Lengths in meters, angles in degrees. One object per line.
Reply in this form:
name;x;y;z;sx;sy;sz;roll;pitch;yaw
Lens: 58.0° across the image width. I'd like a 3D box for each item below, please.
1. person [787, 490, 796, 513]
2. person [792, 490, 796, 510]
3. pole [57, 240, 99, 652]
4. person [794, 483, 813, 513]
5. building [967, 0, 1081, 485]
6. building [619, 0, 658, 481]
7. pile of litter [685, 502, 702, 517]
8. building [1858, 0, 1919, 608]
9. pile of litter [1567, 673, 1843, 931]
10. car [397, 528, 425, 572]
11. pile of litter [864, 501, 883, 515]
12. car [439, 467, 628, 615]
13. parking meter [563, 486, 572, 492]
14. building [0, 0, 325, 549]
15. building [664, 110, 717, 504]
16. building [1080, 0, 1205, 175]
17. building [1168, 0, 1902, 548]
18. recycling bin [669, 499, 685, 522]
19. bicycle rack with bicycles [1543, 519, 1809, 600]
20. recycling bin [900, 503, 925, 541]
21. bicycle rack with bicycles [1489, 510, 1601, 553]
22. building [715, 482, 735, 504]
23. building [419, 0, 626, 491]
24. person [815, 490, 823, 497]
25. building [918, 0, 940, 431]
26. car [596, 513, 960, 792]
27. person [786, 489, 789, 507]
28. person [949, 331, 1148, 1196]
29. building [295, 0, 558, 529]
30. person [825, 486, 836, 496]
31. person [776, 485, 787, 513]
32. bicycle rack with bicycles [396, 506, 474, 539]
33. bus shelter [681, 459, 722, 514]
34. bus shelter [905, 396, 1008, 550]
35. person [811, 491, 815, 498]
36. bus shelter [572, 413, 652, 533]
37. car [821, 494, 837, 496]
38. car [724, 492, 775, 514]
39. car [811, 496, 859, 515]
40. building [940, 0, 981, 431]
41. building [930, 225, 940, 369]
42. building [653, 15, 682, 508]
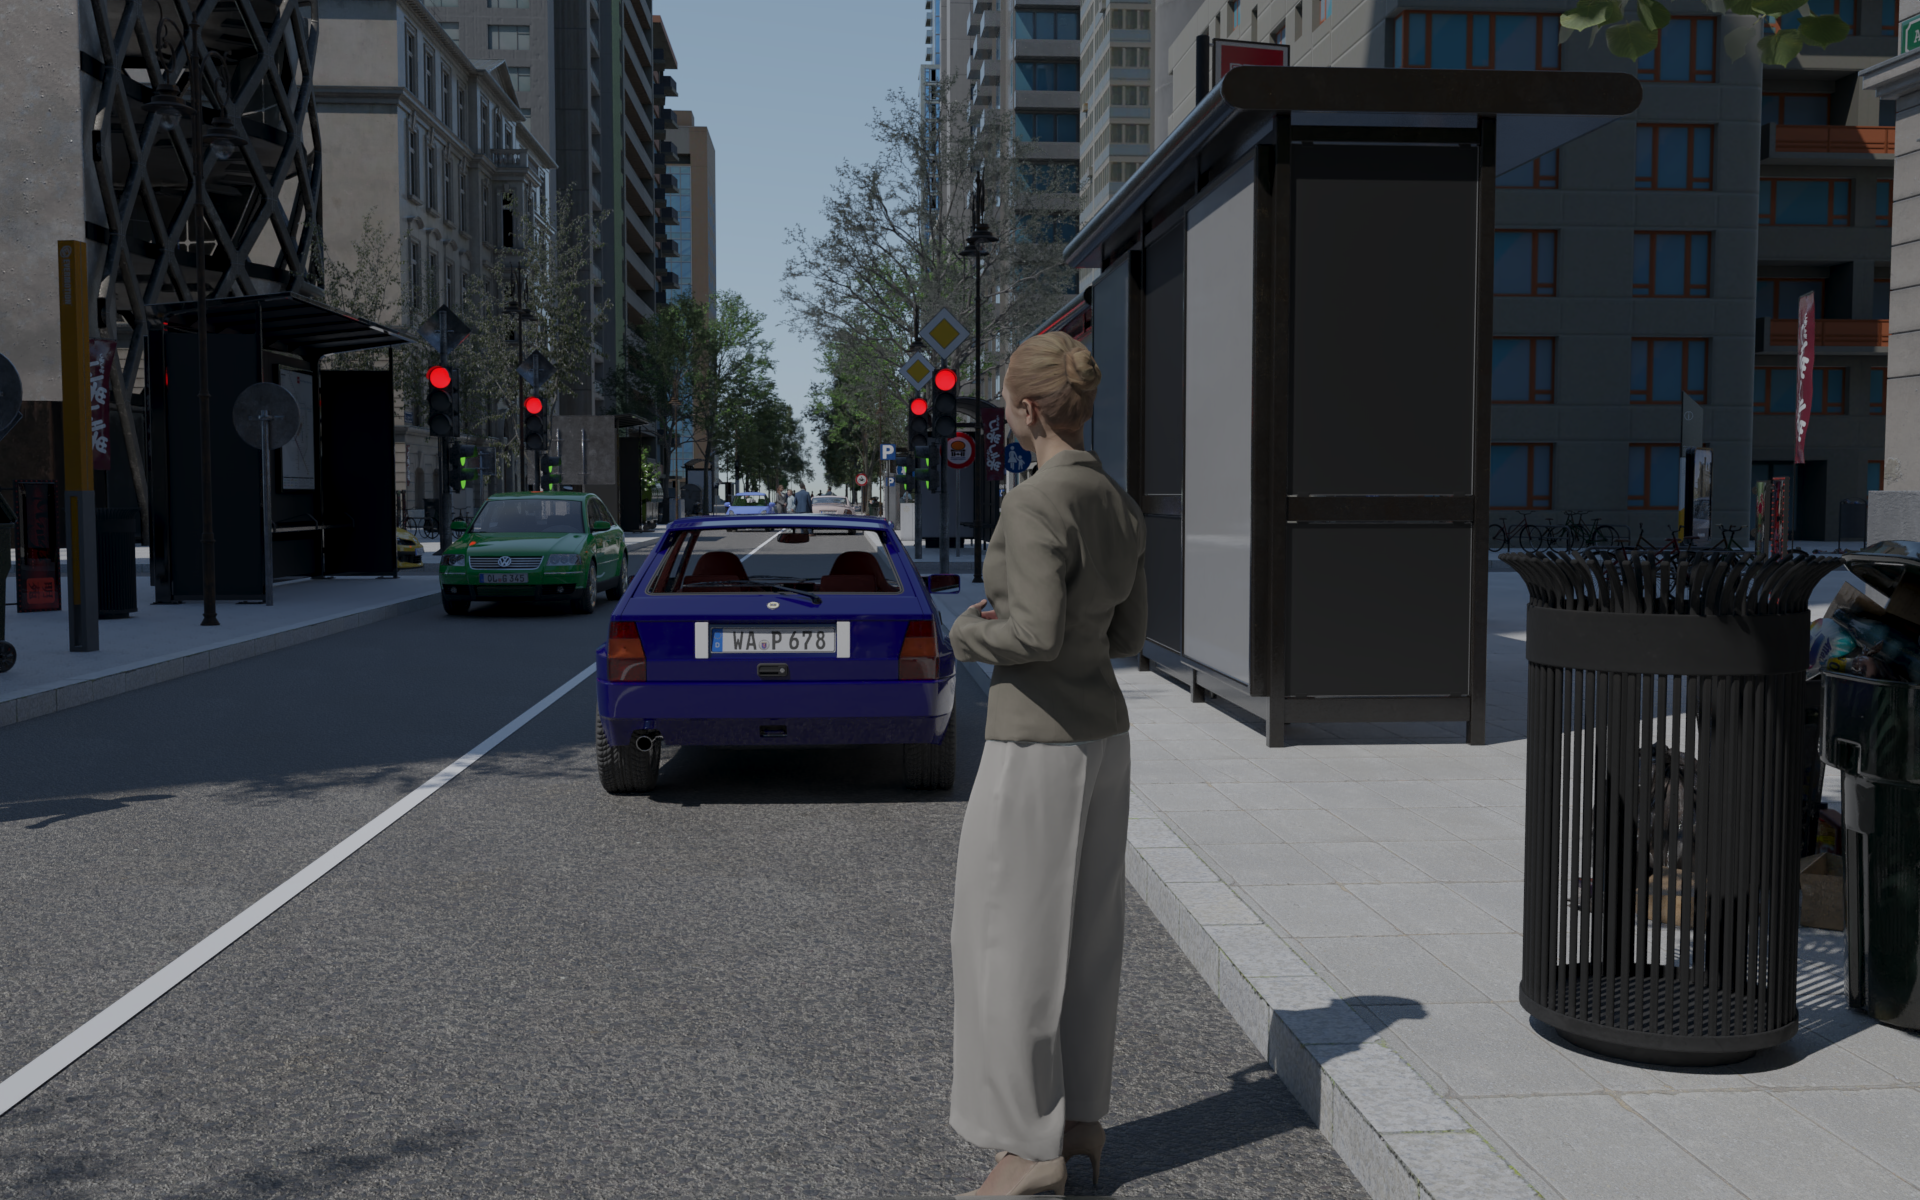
person;-6.409;-3.384;65.637;0.330;1.601;0.589;-2;4;-27
person;-15.363;-9.294;160.460;1.348;1.823;0.705;-3;5;-40
pole;-7.151;-1.236;14.045;0.158;3.312;0.155;0;3;0
person;-5.232;-3.034;58.286;0.721;1.800;0.419;0;4;6
building;12.222;-31.464;134.048;23.786;49.044;30.456;0;4;-4
building;-34.970;-31.044;131.269;21.300;48.544;21.600;0;4;-4
pile of litter;-14.371;-4.928;94.534;1.719;0.858;1.176;1;4;15
building;16.766;-13.443;7.183;14.401;28.519;23.554;0;4;-4
pile of litter;2.757;0.517;5.517;1.719;0.858;1.176;0;4;2
car;-11.124;-1.162;29.224;3.980;1.641;2.015;0;4;-3
pile of litter;-5.067;-5.596;105.464;1.719;0.858;1.176;-1;4;-17
car;-5.338;-0.810;22.035;1.959;1.807;4.718;0;4;-3
parking meter;-12.229;-2.803;54.232;0.372;1.533;0.369;0;3;0
building;-26.919;-11.036;47.897;16.820;18.784;16.811;0;4;-4
building;-36.364;-34.003;206.051;14.600;45.320;14.200;0;4;-4
building;19.842;-24.876;98.609;32.217;40.220;23.993;0;4;-4
building;23.508;-12.835;54.892;28.899;21.520;27.650;0;4;-4
recycling bin;-14.534;-4.675;88.995;0.722;1.027;0.722;-1;4;-9
bicycle rack with bicycles;8.836;-0.469;21.053;2.925;0.926;2.852;1;4;12
recycling bin;-1.204;-2.148;47.674;0.722;1.027;0.722;1;4;14
bicycle rack with bicycles;13.249;-1.483;37.628;2.852;0.926;2.925;-2;4;-25
building;-49.015;-34.083;249.138;32.217;40.220;23.993;0;4;-4
building;-30.086;-26.324;113.993;14.154;41.232;14.086;0;4;-4
person;-12.084;-8.648;149.914;1.348;1.822;0.705;-1;4;-17
building;2.818;-57.474;252.371;22.319;86.520;31.000;0;4;-4
car;-0.943;0.176;9.698;1.945;1.354;3.894;0;4;-3
person;-14.479;-8.472;146.892;0.599;1.838;0.709;-2;4;-24
person;0.161;0.334;3.582;0.362;1.759;0.519;2;4;33
building;-26.730;-15.929;79.531;14.460;24.649;34.723;0;4;-4
person;-6.745;-4.939;89.244;0.794;1.824;0.713;1;4;13
person;-7.007;-3.683;68.996;0.573;1.790;0.520;2;4;28
bicycle rack with bicycles;-14.901;-2.242;50.045;2.852;0.926;2.925;-3;5;-43
bus shelter;-15.132;-6.589;101.650;2.014;3.302;5.546;0;4;-4
bus shelter;-0.111;-2.732;38.587;2.014;3.302;5.546;0;4;-4
person;-18.145;-12.527;213.255;0.705;1.831;1.348;-2;4;-28
bus shelter;-10.668;-3.804;53.484;1.731;3.624;6.357;0;4;-4
car;-10.311;-7.612;136.258;2.131;1.459;4.920;0;4;-3
car;-8.045;-3.485;66.577;1.945;1.707;3.694;0;4;-3
car;-4.640;-3.030;61.897;2.083;1.381;4.827;0;4;-3
building;8.584;-37.973;162.851;21.231;58.520;28.212;0;4;-4
building;8.897;-32.650;225.704;32.217;40.220;23.993;0;4;-4
building;-37.095;-30.695;156.483;22.147;44.769;28.867;0;4;-4
